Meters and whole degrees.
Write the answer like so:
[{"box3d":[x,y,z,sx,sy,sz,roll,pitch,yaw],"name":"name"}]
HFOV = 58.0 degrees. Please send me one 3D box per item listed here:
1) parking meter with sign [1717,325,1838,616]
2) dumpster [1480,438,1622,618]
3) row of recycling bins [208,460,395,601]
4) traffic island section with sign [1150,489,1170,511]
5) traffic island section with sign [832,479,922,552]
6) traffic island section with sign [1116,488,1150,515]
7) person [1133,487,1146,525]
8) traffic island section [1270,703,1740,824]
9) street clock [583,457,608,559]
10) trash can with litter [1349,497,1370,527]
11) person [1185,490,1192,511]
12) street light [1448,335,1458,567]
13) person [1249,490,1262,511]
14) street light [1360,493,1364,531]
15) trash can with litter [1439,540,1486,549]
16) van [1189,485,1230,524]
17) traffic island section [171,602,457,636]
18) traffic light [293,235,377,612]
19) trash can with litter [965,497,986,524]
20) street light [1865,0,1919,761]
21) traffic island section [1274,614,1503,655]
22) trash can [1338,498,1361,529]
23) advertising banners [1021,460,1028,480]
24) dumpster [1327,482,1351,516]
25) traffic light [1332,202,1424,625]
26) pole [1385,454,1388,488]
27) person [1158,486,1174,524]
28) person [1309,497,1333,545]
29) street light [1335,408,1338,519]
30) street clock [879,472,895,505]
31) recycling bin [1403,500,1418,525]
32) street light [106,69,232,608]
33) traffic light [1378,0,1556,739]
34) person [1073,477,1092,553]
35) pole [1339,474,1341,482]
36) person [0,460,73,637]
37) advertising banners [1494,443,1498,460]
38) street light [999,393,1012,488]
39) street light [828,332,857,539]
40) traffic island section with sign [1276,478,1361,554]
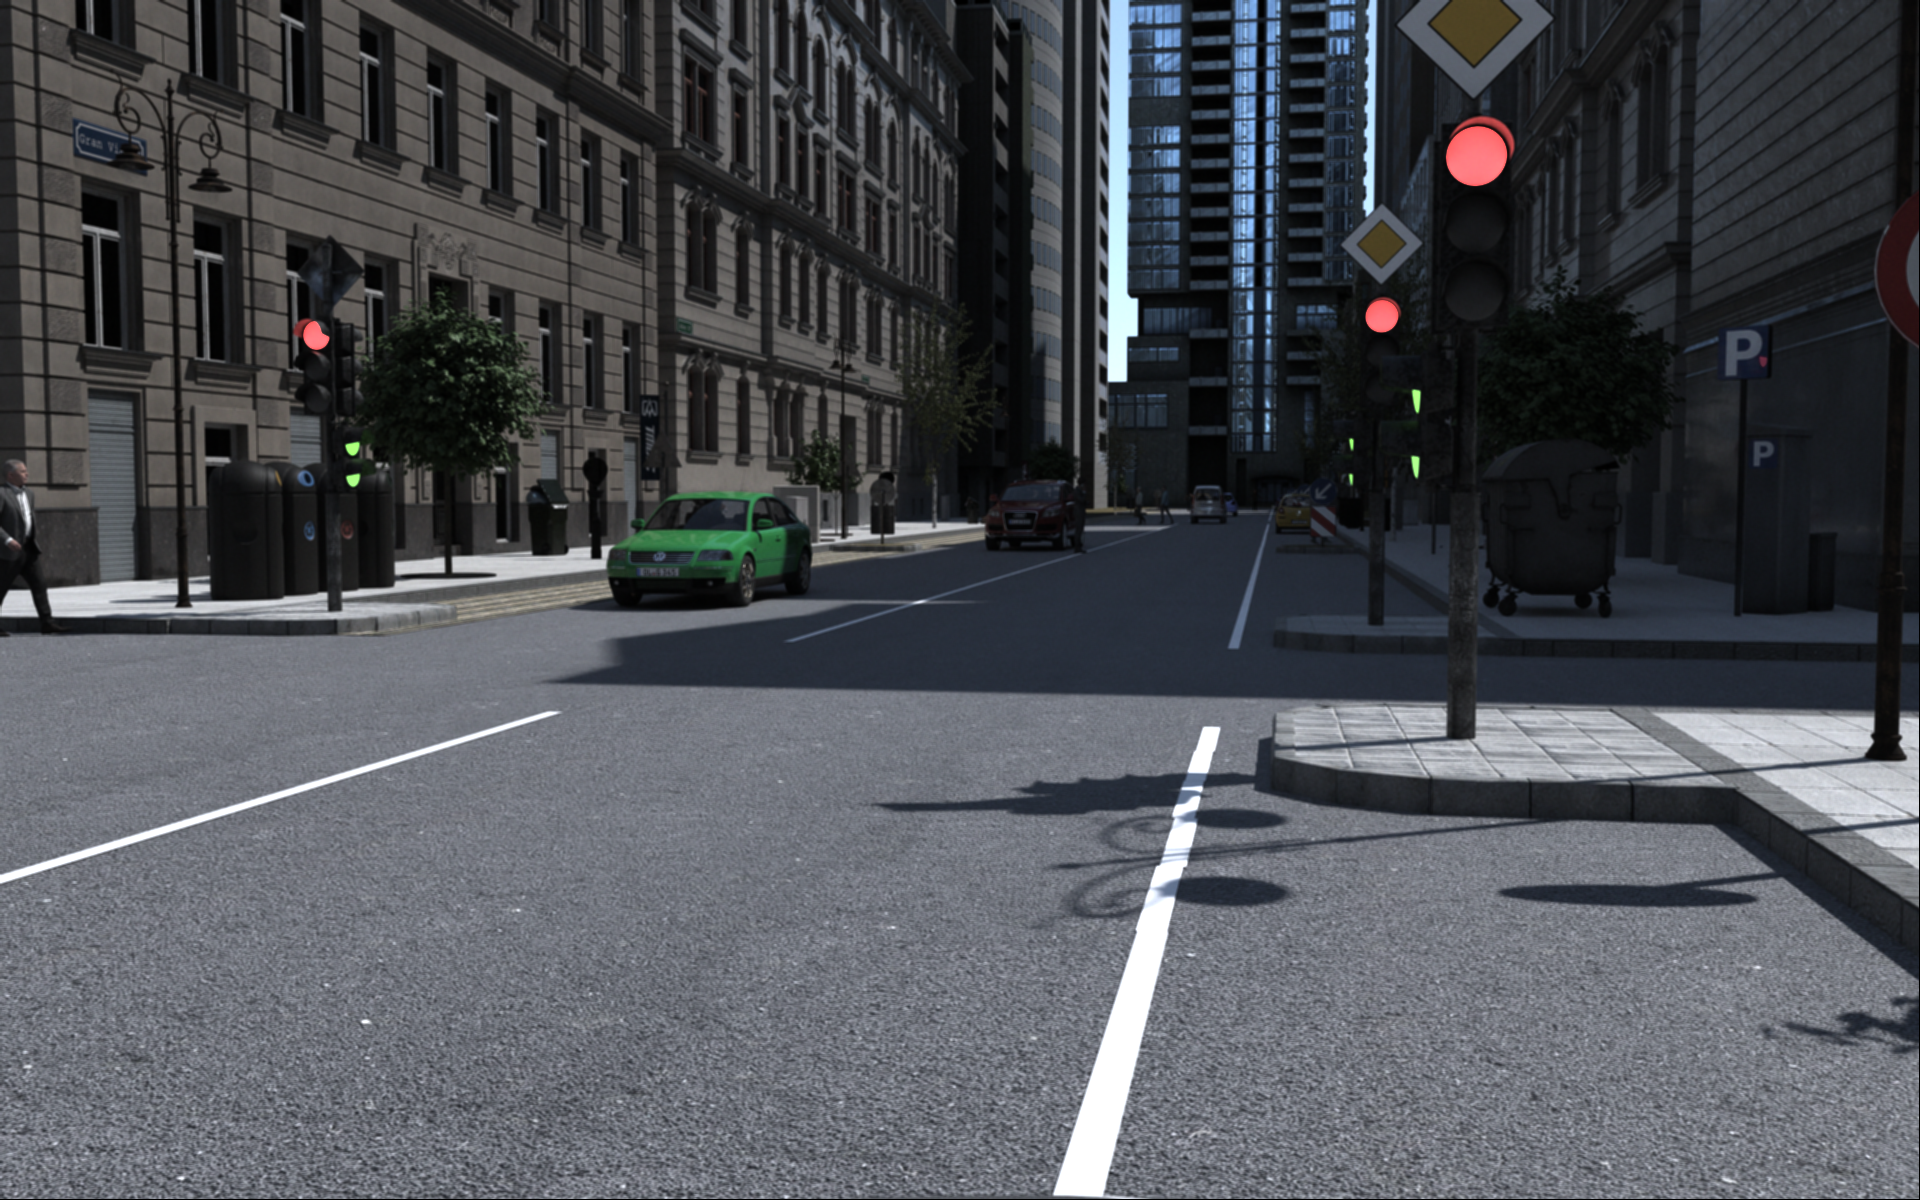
[{"box3d":[8.820,-1.366,18.600,1.738,3.016,0.543,-3,4,-38],"name":"parking meter with sign"},{"box3d":[6.374,-0.793,18.724,1.264,1.857,1.865,1,4,10],"name":"dumpster"},{"box3d":[-8.518,-0.940,22.476,1.069,1.692,3.534,1,4,11],"name":"row of recycling bins"},{"box3d":[16.689,-8.392,145.838,1.989,1.847,2.006,1,4,10],"name":"traffic island section with sign"},{"box3d":[-2.015,-2.138,43.586,1.989,1.847,2.006,1,4,10],"name":"traffic island section with sign"},{"box3d":[11.842,-6.770,119.320,1.989,1.847,2.006,1,4,10],"name":"traffic island section with sign"},{"box3d":[8.384,-4.383,80.648,0.515,1.767,0.782,0,4,-6],"name":"person"},{"box3d":[2.659,0.805,9.120,2.009,0.180,2.903,1,4,10],"name":"traffic island section"},{"box3d":[-7.223,-1.821,34.338,0.471,2.002,0.358,-1,4,-18],"name":"street clock"},{"box3d":[15.782,-3.489,68.440,1.055,1.170,0.624,1,4,14],"name":"trash can with litter"},{"box3d":[19.308,-8.327,145.373,0.721,1.735,1.217,-3,5,-42],"name":"person"},{"box3d":[8.679,-3.517,30.286,0.468,5.910,1.993,1,4,10],"name":"street light"},{"box3d":[25.354,-8.569,148.745,1.348,1.807,0.705,-1,4,-20],"name":"person"},{"box3d":[13.922,-5.322,59.800,0.468,5.910,1.993,1,4,10],"name":"street light"},{"box3d":[12.261,-1.839,41.120,1.678,1.210,2.233,1,4,16],"name":"trash can with litter"},{"box3d":[12.206,-4.763,84.884,2.013,2.044,4.112,1,4,10],"name":"van"},{"box3d":[-6.862,0.202,18.978,2.009,0.180,2.903,1,4,10],"name":"traffic island section"},{"box3d":[-6.825,-1.830,18.836,0.839,4.253,0.868,1,4,10],"name":"traffic light"},{"box3d":[0.777,-3.875,74.751,1.055,1.170,0.624,-1,4,-10],"name":"trash can with litter"},{"box3d":[4.493,-2.167,8.226,0.468,5.910,1.993,1,4,10],"name":"street light"},{"box3d":[4.097,0.325,16.975,2.009,0.180,2.903,1,4,10],"name":"traffic island section"},{"box3d":[14.635,-3.230,64.462,0.748,1.137,0.748,0,3,0],"name":"trash can"},{"box3d":[3.896,-5.717,89.659,2.074,3.025,0.090,-3,5,-40],"name":"advertising banners"},{"box3d":[18.480,-4.832,84.757,1.264,1.857,1.865,1,4,10],"name":"dumpster"},{"box3d":[4.059,-1.709,16.868,0.839,4.253,0.868,1,4,10],"name":"traffic light"},{"box3d":[20.798,-5.545,84.510,0.158,3.312,0.155,0,3,0],"name":"pole"},{"box3d":[9.864,-4.566,83.009,0.748,1.841,0.638,3,4,36],"name":"person"},{"box3d":[10.209,-2.464,48.772,0.713,1.824,0.794,2,4,26],"name":"person"},{"box3d":[19.400,-7.124,89.272,0.468,5.910,1.993,1,4,10],"name":"street light"},{"box3d":[-2.359,-3.130,55.753,0.471,2.002,0.358,-2,4,-29],"name":"street clock"},{"box3d":[18.357,-3.577,71.045,0.722,1.027,0.722,0,4,0],"name":"recycling bin"},{"box3d":[-8.795,-2.854,19.444,0.468,5.910,1.993,1,4,10],"name":"street light"},{"box3d":[2.622,-1.229,9.013,0.839,4.253,0.868,1,4,10],"name":"traffic light"},{"box3d":[2.964,-2.060,41.983,0.447,1.846,0.655,1,4,9],"name":"person"},{"box3d":[19.897,-5.904,90.379,0.158,3.312,0.155,0,3,0],"name":"pole"},{"box3d":[-9.425,-0.521,17.422,0.834,1.777,0.661,0,4,2],"name":"person"},{"box3d":[11.914,-2.565,38.124,0.090,3.025,2.074,1,4,9],"name":"advertising banners"},{"box3d":[2.107,-6.500,79.068,0.468,5.910,1.993,1,4,10],"name":"street light"},{"box3d":[-3.340,-4.690,49.477,0.468,5.910,1.993,1,4,10],"name":"street light"},{"box3d":[8.761,-2.067,42.418,1.989,1.847,2.006,1,4,10],"name":"traffic island section with sign"}]
